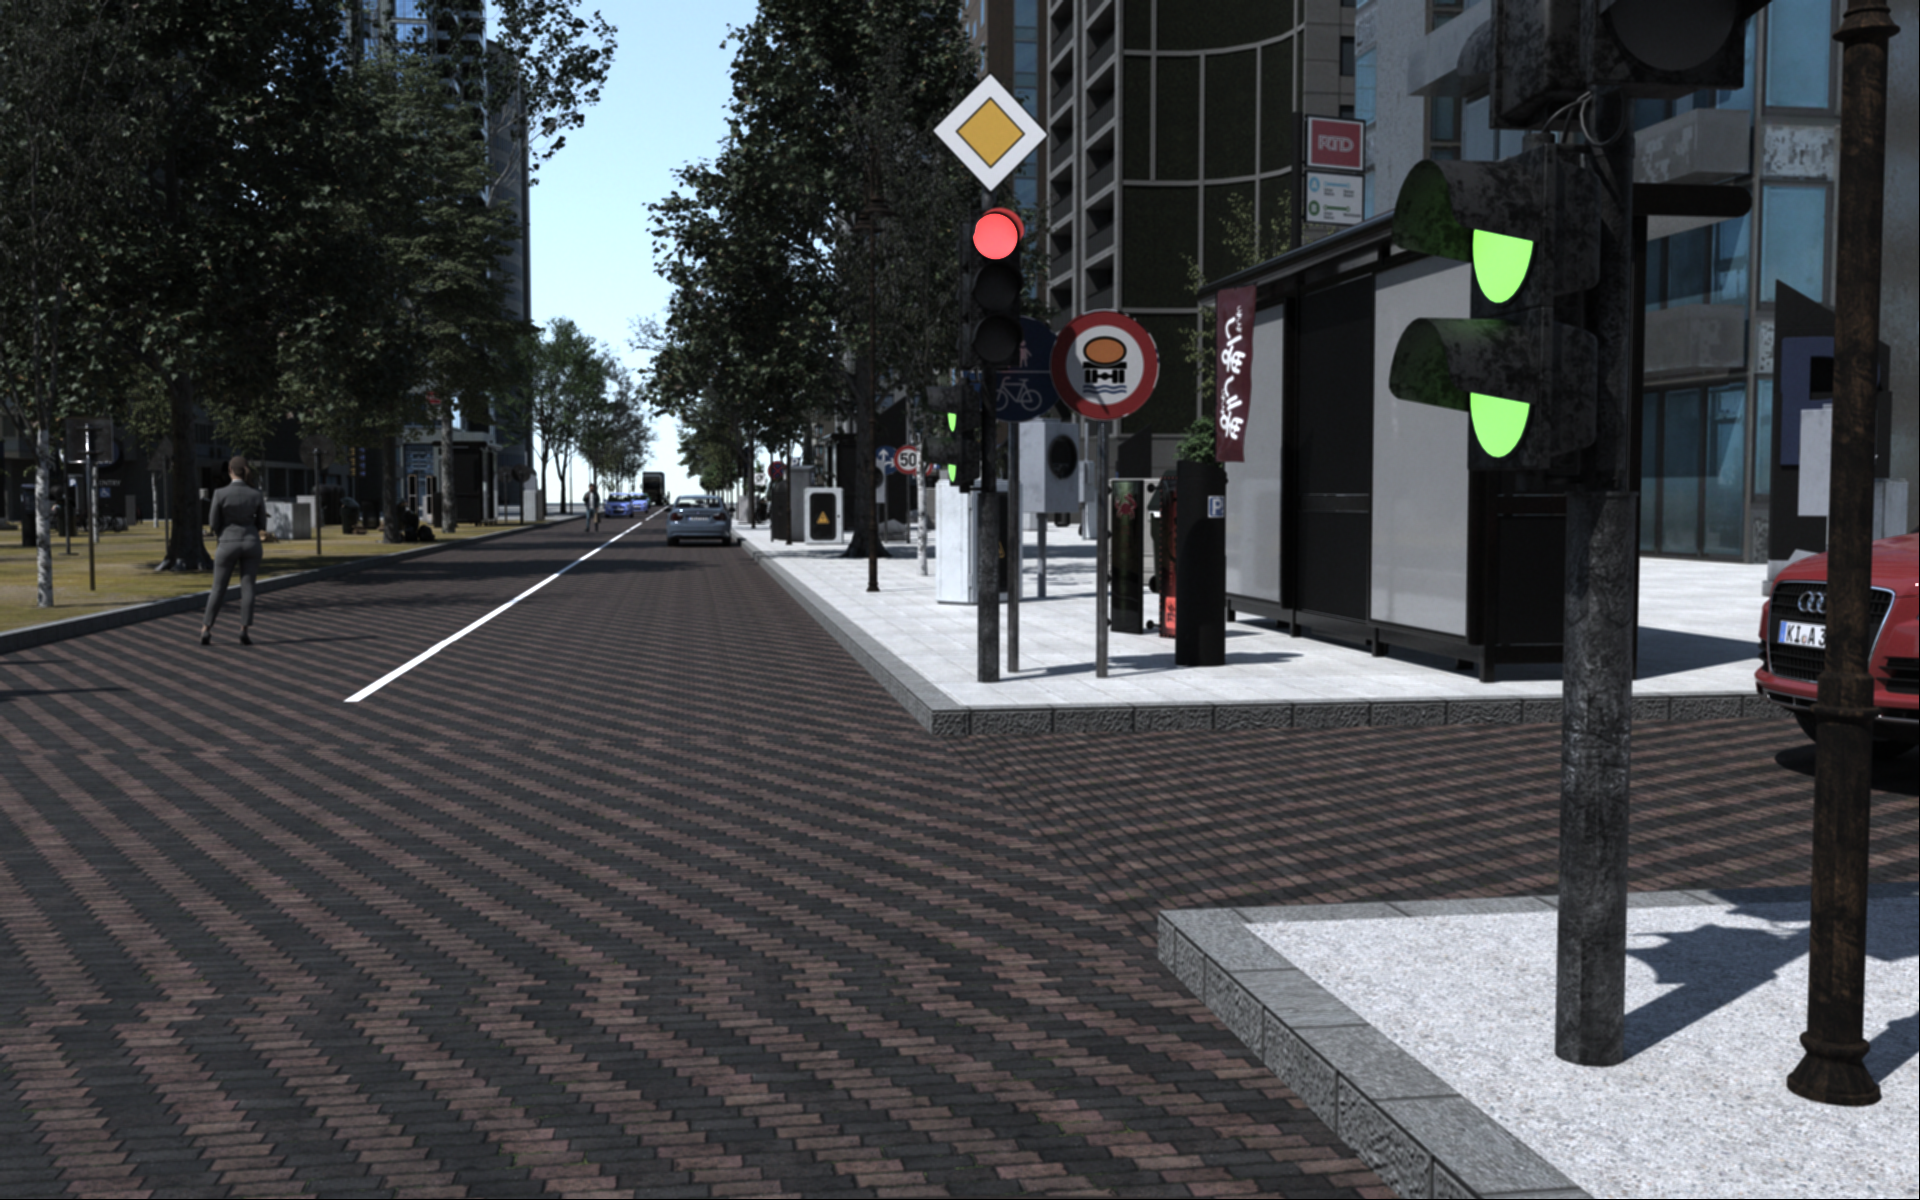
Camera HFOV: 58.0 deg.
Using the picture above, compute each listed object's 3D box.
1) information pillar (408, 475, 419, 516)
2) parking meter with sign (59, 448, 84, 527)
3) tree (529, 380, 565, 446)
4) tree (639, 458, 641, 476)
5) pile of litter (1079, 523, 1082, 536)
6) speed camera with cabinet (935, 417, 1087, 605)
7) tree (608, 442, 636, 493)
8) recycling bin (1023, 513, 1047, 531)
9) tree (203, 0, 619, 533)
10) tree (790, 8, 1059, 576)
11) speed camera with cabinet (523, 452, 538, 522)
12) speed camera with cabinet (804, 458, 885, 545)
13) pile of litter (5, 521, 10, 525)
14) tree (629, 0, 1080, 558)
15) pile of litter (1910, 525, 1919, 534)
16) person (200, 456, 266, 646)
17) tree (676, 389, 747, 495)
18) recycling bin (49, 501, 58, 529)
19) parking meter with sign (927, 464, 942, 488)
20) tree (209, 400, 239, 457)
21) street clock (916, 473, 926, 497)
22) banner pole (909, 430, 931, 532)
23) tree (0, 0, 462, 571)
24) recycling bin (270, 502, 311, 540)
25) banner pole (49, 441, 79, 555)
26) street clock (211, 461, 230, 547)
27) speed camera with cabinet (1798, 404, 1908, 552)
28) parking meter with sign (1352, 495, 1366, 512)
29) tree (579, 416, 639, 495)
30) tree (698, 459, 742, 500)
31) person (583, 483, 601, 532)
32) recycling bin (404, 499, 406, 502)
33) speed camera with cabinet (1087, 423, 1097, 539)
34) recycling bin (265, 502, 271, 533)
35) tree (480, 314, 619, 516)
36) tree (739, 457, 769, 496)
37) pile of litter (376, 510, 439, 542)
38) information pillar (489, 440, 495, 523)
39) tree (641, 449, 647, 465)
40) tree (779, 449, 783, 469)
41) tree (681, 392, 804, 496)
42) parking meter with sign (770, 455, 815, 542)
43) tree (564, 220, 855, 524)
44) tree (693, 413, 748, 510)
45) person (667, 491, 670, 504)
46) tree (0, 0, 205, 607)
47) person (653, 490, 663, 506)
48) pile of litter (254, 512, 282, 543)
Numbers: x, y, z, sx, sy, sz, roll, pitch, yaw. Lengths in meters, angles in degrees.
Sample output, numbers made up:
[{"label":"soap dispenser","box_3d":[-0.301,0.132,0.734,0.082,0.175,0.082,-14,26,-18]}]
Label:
[{"label":"information pillar","box_3d":[-21.139,-3.823,66.993,0.304,2.012,0.304,0,4,-5]},{"label":"parking meter with sign","box_3d":[-34.059,-4.325,66.979,0.543,3.016,1.738,0,4,7]},{"label":"tree","box_3d":[-28.833,-13.847,136.764,12.009,13.543,11.850,0,3,0]},{"label":"tree","box_3d":[-36.633,-14.043,179.959,4.737,8.622,4.395,0,3,0]},{"label":"pile of litter","box_3d":[4.343,-2.423,53.586,1.719,0.858,1.176,-3,5,-41]},{"label":"speed camera with cabinet","box_3d":[0.591,-1.614,20.722,0.660,3.252,2.038,3,5,42]},{"label":"tree","box_3d":[-42.688,-16.341,217.538,4.360,8.622,3.978,0,3,0]},{"label":"recycling bin","box_3d":[2.569,-2.906,60.073,0.722,1.027,0.722,-1,4,-21]},{"label":"tree","box_3d":[-18.285,-12.298,56.962,12.611,20.169,13.585,0,3,0]},{"label":"tree","box_3d":[-0.567,-4.670,26.724,4.360,8.622,3.978,0,3,0]},{"label":"speed camera with cabinet","box_3d":[-19.811,-5.234,79.907,0.660,3.252,2.038,-1,4,-12]},{"label":"speed camera with cabinet","box_3d":[-2.941,-3.045,44.116,2.038,3.252,0.660,0,4,-6]},{"label":"pile of litter","box_3d":[-37.994,-3.317,68.199,1.176,0.858,1.719,0,4,0]},{"label":"tree","box_3d":[-2.036,-7.218,35.026,9.611,12.733,9.660,0,3,0]},{"label":"pile of litter","box_3d":[15.219,-0.802,27.071,1.176,0.858,1.719,-2,4,-34]},{"label":"person","box_3d":[-6.909,-0.469,16.446,0.573,1.790,0.520,3,5,41]},{"label":"tree","box_3d":[-24.402,-15.486,171.317,7.486,12.596,7.792,0,3,0]},{"label":"recycling bin","box_3d":[-34.000,-3.163,64.272,0.722,1.027,0.722,1,4,16]},{"label":"parking meter with sign","box_3d":[-1.712,-5.213,81.493,1.738,3.016,0.543,-3,4,-38]},{"label":"tree","box_3d":[-30.743,-7.063,65.848,4.737,8.622,4.395,0,3,0]},{"label":"street clock","box_3d":[-1.197,-2.991,53.470,0.358,2.002,0.471,-1,4,-13]},{"label":"banner pole","box_3d":[-1.393,-4.228,59.137,0.863,3.779,0.401,2,4,30]},{"label":"tree","box_3d":[-13.206,-6.861,29.184,9.611,12.733,9.660,0,3,0]},{"label":"recycling bin","box_3d":[-18.815,-2.218,48.821,0.722,1.027,0.722,2,4,24]},{"label":"banner pole","box_3d":[-18.870,-2.825,36.208,0.401,3.779,0.863,1,4,15]},{"label":"street clock","box_3d":[-16.052,-2.024,37.658,0.358,2.002,0.471,0,4,-1]},{"label":"speed camera with cabinet","box_3d":[9.500,-1.471,18.388,0.660,3.252,2.038,3,5,42]},{"label":"parking meter with sign","box_3d":[8.504,-2.542,37.815,1.738,3.016,0.543,0,4,-5]},{"label":"tree","box_3d":[-32.139,-12.462,154.112,4.737,8.622,4.395,0,3,0]},{"label":"tree","box_3d":[-19.644,-9.786,143.710,4.285,4.588,4.351,0,3,0]},{"label":"person","box_3d":[-13.617,-3.413,64.289,0.794,1.824,0.713,1,4,15]},{"label":"recycling bin","box_3d":[-26.581,-4.220,81.545,0.722,1.027,0.722,1,4,20]},{"label":"speed camera with cabinet","box_3d":[3.715,-3.330,48.775,0.660,3.252,2.038,2,4,31]},{"label":"recycling bin","box_3d":[-22.599,-2.739,57.344,0.722,1.027,0.722,0,4,-8]},{"label":"tree","box_3d":[-23.827,-10.620,99.394,9.928,11.665,9.643,0,3,0]},{"label":"tree","box_3d":[-10.292,-5.763,88.823,1.663,3.219,1.824,0,3,0]},{"label":"pile of litter","box_3d":[-14.959,-2.010,46.830,1.719,0.858,1.176,-1,4,-20]},{"label":"information pillar","box_3d":[-20.567,-5.172,75.915,0.183,3.616,0.504,-2,4,-29]},{"label":"tree","box_3d":[-45.309,-17.672,239.305,4.737,8.622,4.395,0,3,0]},{"label":"tree","box_3d":[-5.465,-6.429,55.475,4.360,8.622,3.978,0,3,0]},{"label":"tree","box_3d":[-13.584,-10.817,111.268,8.767,10.594,7.601,1,4,20]},{"label":"parking meter with sign","box_3d":[-4.238,-3.055,46.204,1.738,3.016,0.543,1,4,14]},{"label":"tree","box_3d":[-9.030,-9.983,73.593,12.009,13.543,11.850,0,3,0]},{"label":"tree","box_3d":[-16.882,-10.666,124.750,4.737,8.622,4.395,0,3,0]},{"label":"person","box_3d":[-40.697,-14.267,241.770,0.705,1.823,1.348,-1,4,-19]},{"label":"tree","box_3d":[-10.666,-4.232,19.562,4.360,8.622,3.978,0,3,0]},{"label":"person","box_3d":[-36.125,-12.197,207.544,1.348,1.869,0.705,-2,4,-34]},{"label":"pile of litter","box_3d":[-18.665,-1.954,45.911,1.719,0.858,1.176,1,4,18]}]
